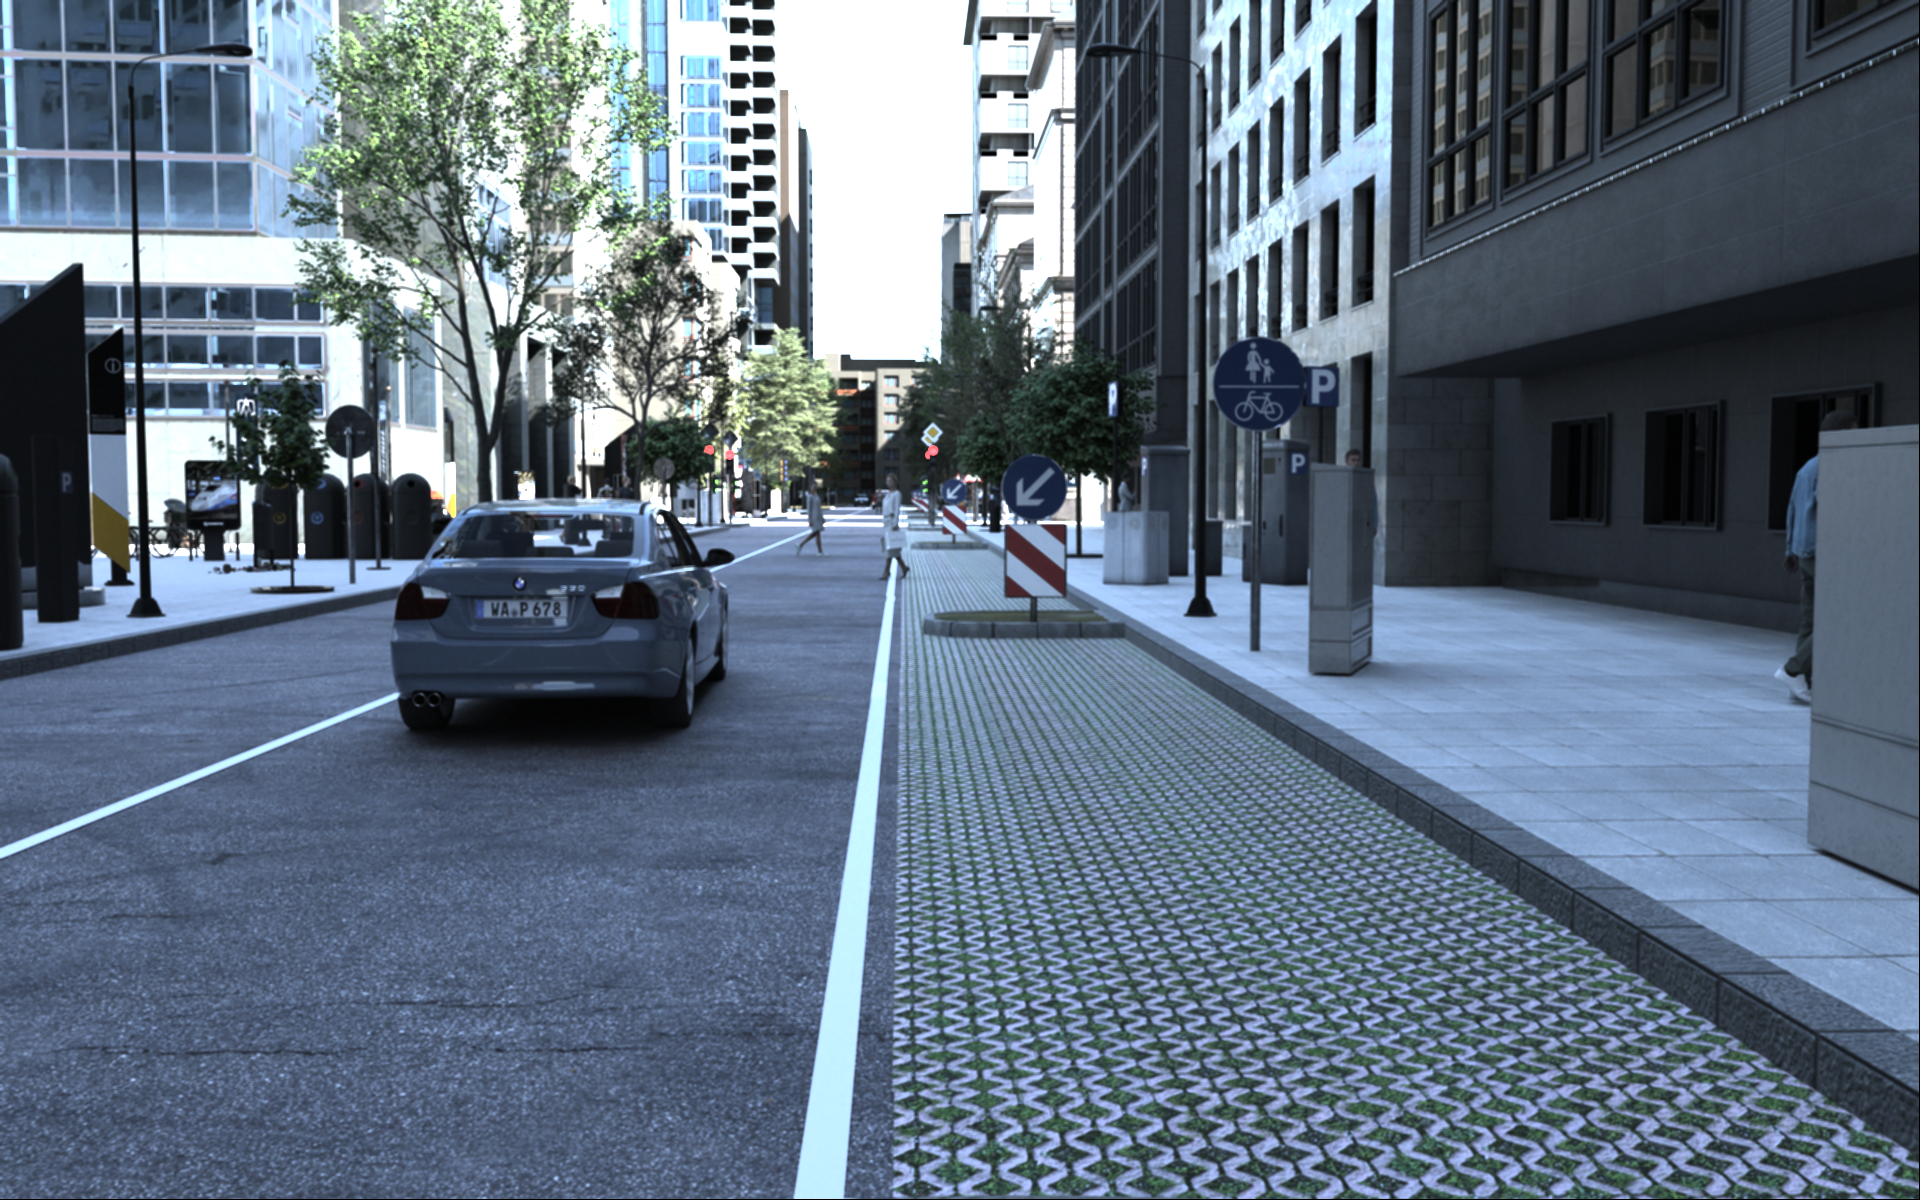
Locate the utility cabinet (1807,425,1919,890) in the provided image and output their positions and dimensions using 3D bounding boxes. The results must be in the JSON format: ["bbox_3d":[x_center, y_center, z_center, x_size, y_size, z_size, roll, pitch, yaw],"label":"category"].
[{"bbox_3d":[3.212,0.186,5.631,0.318,1.500,1.173,0,4,1],"label":"utility cabinet"}]

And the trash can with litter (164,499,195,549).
[{"bbox_3d":[-18.223,-1.793,40.698,1.055,1.170,0.624,3,4,36],"label":"trash can with litter"}]

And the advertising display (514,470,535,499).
[{"bbox_3d":[-11.984,-2.600,47.725,0.123,1.923,0.974,1,4,14],"label":"advertising display"}]

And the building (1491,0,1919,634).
[{"bbox_3d":[13.110,-13.309,11.116,14.314,27.812,24.014,0,4,-2],"label":"building"}]

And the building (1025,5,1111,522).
[{"bbox_3d":[16.132,-17.574,84.595,25.104,27.353,12.463,0,4,-2],"label":"building"}]

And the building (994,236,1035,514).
[{"bbox_3d":[8.022,-15.371,115.946,10.561,19.102,19.286,0,4,-2],"label":"building"}]

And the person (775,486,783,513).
[{"bbox_3d":[-12.173,-6.724,115.892,0.656,1.842,0.836,3,5,42],"label":"person"}]

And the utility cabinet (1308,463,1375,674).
[{"bbox_3d":[2.819,-0.246,12.700,0.318,1.500,1.173,1,4,21],"label":"utility cabinet"}]

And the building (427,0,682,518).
[{"bbox_3d":[-31.172,-24.252,88.398,32.217,40.220,23.993,0,4,-2],"label":"building"}]

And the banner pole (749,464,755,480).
[{"bbox_3d":[-15.307,-8.422,127.722,0.401,3.779,0.863,3,4,36],"label":"banner pole"}]

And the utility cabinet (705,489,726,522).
[{"bbox_3d":[-11.241,-4.309,79.127,1.173,1.500,0.318,2,4,32],"label":"utility cabinet"}]

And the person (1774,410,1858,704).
[{"bbox_3d":[5.194,-0.252,10.510,0.444,1.785,0.601,1,4,18],"label":"person"}]

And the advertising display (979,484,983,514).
[{"bbox_3d":[1.241,-6.381,109.535,0.974,1.923,0.123,2,4,31],"label":"advertising display"}]

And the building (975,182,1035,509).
[{"bbox_3d":[7.943,-20.873,138.543,12.463,27.353,25.104,0,4,-2],"label":"building"}]

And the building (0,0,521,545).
[{"bbox_3d":[-29.692,-45.177,51.320,31.000,86.520,22.319,0,4,-2],"label":"building"}]

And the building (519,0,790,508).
[{"bbox_3d":[-27.231,-52.071,164.025,22.319,86.520,31.000,0,4,-2],"label":"building"}]

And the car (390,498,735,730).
[{"bbox_3d":[-2.590,0.008,11.867,2.014,1.417,4.499,0,4,-3],"label":"car"}]

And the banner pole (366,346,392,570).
[{"bbox_3d":[-9.852,-2.392,29.121,0.401,3.779,0.863,-1,4,-9],"label":"banner pole"}]

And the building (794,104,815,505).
[{"bbox_3d":[-28.961,-36.005,212.385,21.600,48.544,21.300,0,4,-2],"label":"building"}]

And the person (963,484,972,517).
[{"bbox_3d":[0.401,-5.578,97.216,0.580,1.828,0.573,-2,4,-34],"label":"person"}]

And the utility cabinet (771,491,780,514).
[{"bbox_3d":[-11.439,-6.055,107.681,0.318,1.500,1.173,0,4,7],"label":"utility cabinet"}]

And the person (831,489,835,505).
[{"bbox_3d":[-14.561,-11.717,197.485,0.709,1.838,0.599,1,4,17],"label":"person"}]

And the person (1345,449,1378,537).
[{"bbox_3d":[4.383,-0.795,19.380,0.601,1.785,0.444,0,4,8],"label":"person"}]

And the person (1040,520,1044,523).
[{"bbox_3d":[3.712,-4.425,78.175,0.659,1.850,0.755,1,4,21],"label":"person"}]

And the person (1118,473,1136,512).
[{"bbox_3d":[4.067,-2.191,42.043,0.466,1.800,0.511,-1,4,-17],"label":"person"}]

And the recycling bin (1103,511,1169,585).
[{"bbox_3d":[2.514,-0.745,24.741,0.722,1.027,0.722,2,4,35],"label":"recycling bin"}]

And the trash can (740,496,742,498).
[{"bbox_3d":[-18.303,-8.246,146.467,0.748,1.137,0.748,0,3,0],"label":"trash can"}]

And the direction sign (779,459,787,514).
[{"bbox_3d":[-11.280,-7.260,110.696,0.379,3.537,0.876,2,4,27],"label":"direction sign"}]

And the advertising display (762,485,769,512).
[{"bbox_3d":[-14.143,-7.316,124.831,0.974,1.923,0.123,3,5,43],"label":"advertising display"}]

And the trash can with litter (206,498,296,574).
[{"bbox_3d":[-11.936,-1.091,28.888,1.678,1.210,2.233,1,4,9],"label":"trash can with litter"}]

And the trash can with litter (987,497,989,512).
[{"bbox_3d":[2.062,-6.675,120.528,0.624,1.170,1.055,-1,4,-14],"label":"trash can with litter"}]

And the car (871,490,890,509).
[{"bbox_3d":[-7.371,-9.585,165.391,2.281,1.827,5.304,0,4,-3],"label":"car"}]

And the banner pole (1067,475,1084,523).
[{"bbox_3d":[5.113,-5.313,76.878,0.863,3.779,0.401,-1,4,-22],"label":"banner pole"}]

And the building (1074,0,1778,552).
[{"bbox_3d":[11.488,-15.817,52.117,14.314,27.812,24.014,0,4,-2],"label":"building"}]

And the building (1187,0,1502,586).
[{"bbox_3d":[10.795,-10.836,31.912,10.420,20.320,16.860,0,4,-2],"label":"building"}]

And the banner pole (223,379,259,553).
[{"bbox_3d":[-15.732,-2.925,37.844,0.863,3.779,0.401,-2,4,-29],"label":"banner pole"}]

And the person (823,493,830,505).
[{"bbox_3d":[-14.929,-11.488,194.584,1.217,1.743,0.721,-1,4,-16],"label":"person"}]

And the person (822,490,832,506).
[{"bbox_3d":[-14.776,-11.361,192.590,1.217,1.735,0.721,-1,4,-13],"label":"person"}]

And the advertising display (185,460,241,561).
[{"bbox_3d":[-14.343,-1.716,33.276,0.974,1.923,0.123,-1,4,-10],"label":"advertising display"}]

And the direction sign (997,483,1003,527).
[{"bbox_3d":[1.478,-4.586,66.974,0.379,3.537,0.876,0,4,-7],"label":"direction sign"}]

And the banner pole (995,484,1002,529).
[{"bbox_3d":[1.486,-4.482,63.292,0.401,3.779,0.863,-3,5,-40],"label":"banner pole"}]

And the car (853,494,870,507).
[{"bbox_3d":[-11.232,-11.516,198.067,2.009,1.686,4.222,0,4,-2],"label":"car"}]

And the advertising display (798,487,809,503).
[{"bbox_3d":[-13.611,-8.907,150.839,0.974,1.923,0.123,1,4,14],"label":"advertising display"}]

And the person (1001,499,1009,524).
[{"bbox_3d":[1.879,-3.924,75.213,0.505,1.210,0.382,3,5,40],"label":"person"}]

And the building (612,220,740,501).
[{"bbox_3d":[-30.928,-17.032,123.511,27.650,21.520,28.899,0,4,-2],"label":"building"}]
